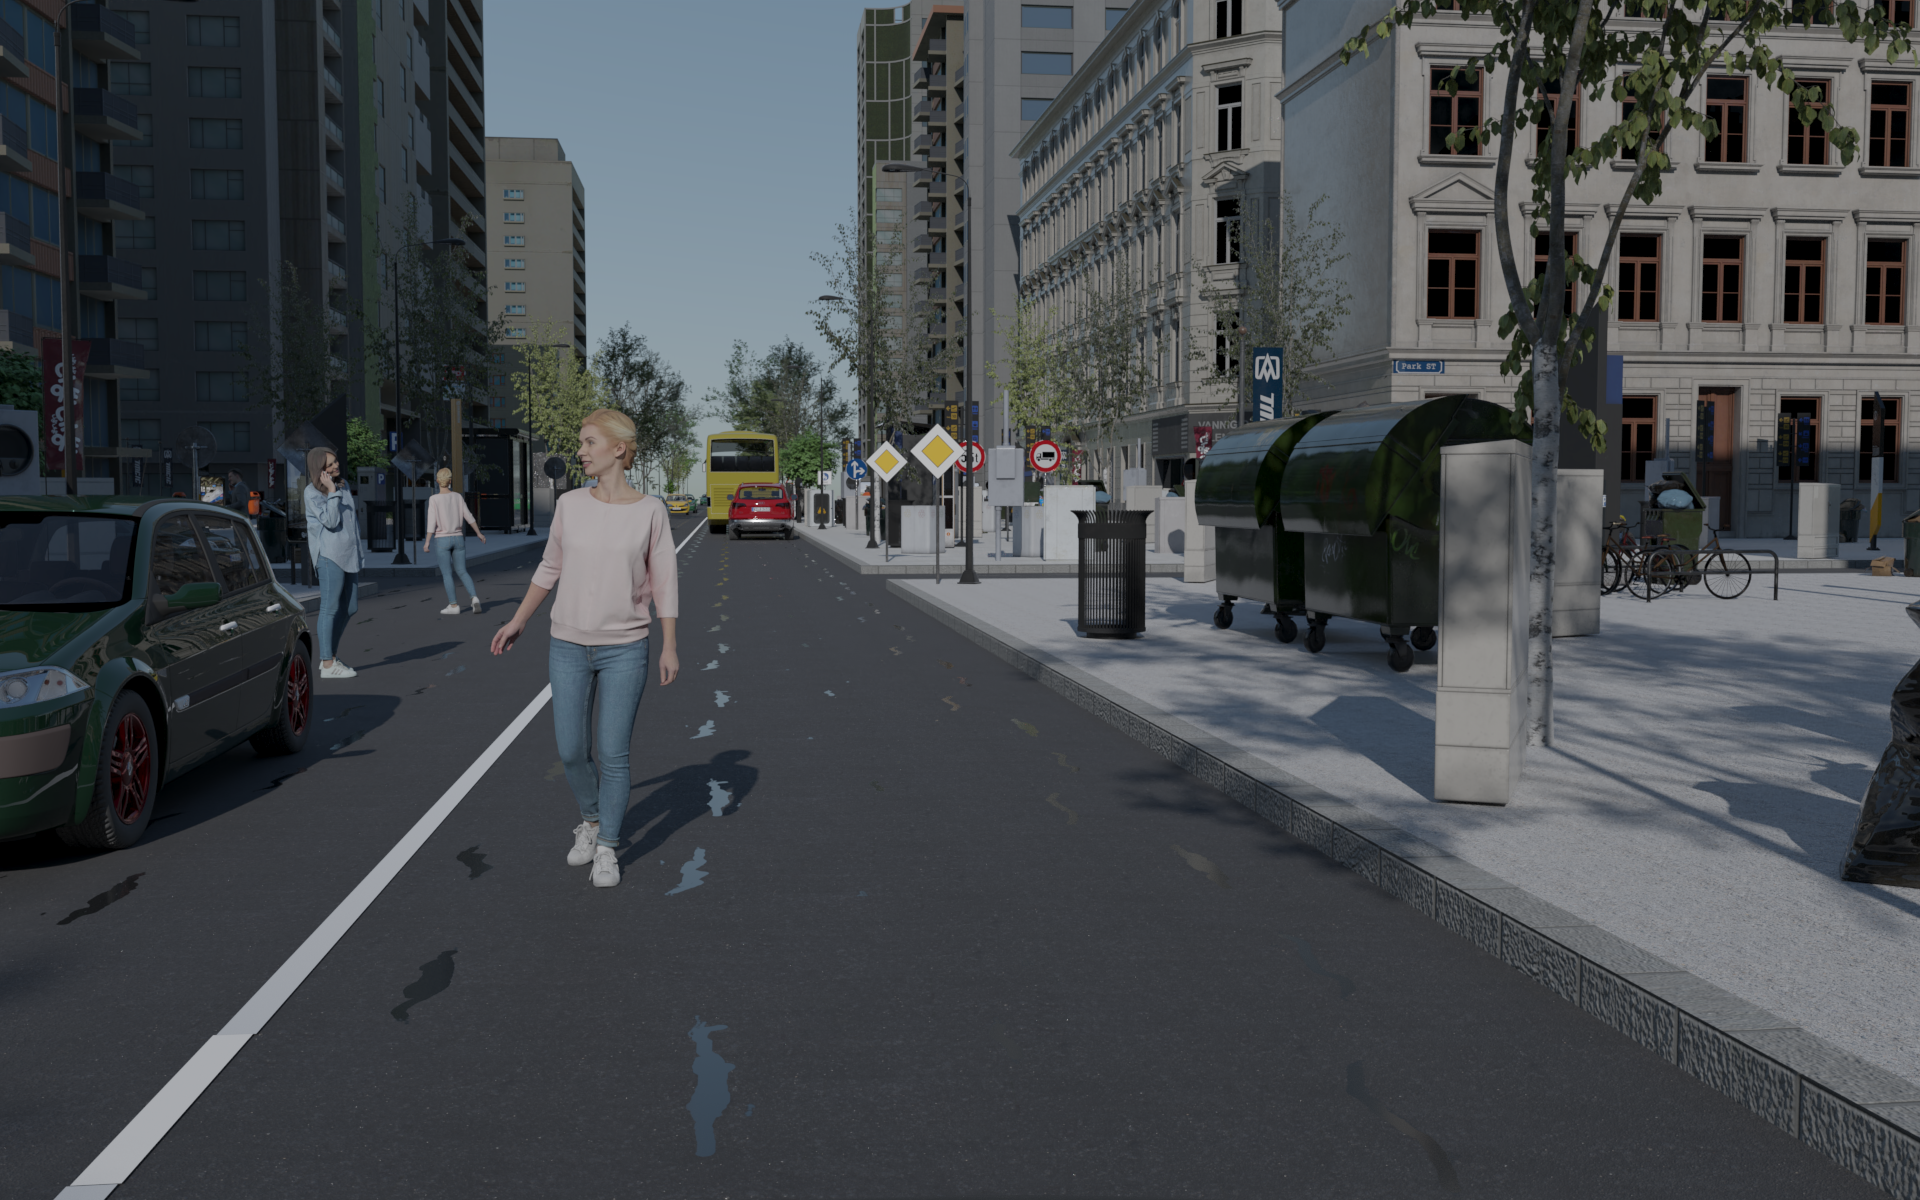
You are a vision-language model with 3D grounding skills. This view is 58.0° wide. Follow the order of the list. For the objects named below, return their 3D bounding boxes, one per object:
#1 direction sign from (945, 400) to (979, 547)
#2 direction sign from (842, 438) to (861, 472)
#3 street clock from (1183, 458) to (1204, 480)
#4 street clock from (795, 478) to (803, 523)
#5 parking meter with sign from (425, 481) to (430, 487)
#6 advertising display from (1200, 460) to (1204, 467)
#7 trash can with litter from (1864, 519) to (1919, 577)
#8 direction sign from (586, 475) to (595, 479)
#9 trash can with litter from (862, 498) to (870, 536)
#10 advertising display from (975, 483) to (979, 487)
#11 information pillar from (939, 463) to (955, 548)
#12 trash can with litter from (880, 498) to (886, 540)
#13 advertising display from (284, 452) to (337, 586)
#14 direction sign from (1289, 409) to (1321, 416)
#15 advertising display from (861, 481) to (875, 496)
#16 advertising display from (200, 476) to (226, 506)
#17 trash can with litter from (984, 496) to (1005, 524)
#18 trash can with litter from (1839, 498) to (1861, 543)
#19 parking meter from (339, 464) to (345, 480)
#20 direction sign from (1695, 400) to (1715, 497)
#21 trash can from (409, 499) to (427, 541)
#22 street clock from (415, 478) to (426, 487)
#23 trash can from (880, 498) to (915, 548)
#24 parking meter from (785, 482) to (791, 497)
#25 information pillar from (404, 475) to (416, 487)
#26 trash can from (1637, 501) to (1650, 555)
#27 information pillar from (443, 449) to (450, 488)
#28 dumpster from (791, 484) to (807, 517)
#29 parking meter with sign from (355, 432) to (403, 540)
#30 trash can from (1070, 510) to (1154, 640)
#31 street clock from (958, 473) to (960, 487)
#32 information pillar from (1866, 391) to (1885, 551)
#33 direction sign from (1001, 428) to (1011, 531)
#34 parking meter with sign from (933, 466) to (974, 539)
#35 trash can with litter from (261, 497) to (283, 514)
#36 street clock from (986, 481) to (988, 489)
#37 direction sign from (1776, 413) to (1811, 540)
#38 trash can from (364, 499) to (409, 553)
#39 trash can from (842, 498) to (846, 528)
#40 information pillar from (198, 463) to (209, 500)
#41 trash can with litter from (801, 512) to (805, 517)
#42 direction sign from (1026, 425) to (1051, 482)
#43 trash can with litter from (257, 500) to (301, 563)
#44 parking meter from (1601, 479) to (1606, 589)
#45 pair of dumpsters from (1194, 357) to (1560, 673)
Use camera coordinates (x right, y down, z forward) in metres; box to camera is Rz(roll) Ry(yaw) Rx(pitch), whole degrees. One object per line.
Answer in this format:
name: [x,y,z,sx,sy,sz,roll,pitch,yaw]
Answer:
direction sign: [0.044,-3.062,42.053,0.876,3.537,0.379,-1,4,-20]
direction sign: [-4.372,-4.769,69.976,0.876,3.537,0.379,-2,4,-33]
street clock: [4.707,-1.836,34.596,0.471,2.002,0.358,3,5,43]
street clock: [-7.121,-4.405,76.599,0.358,2.002,0.471,0,4,8]
parking meter with sign: [-30.532,-6.253,98.499,1.738,3.016,0.543,0,4,-5]
advertising display: [4.881,-1.710,33.170,0.123,1.923,0.974,3,4,38]
trash can with litter: [14.642,-0.946,26.862,1.055,1.170,0.624,2,4,35]
direction sign: [-16.314,-5.220,77.348,0.876,3.537,0.379,1,4,18]
trash can with litter: [-2.438,-2.557,53.192,1.055,1.170,0.624,-1,4,-18]
advertising display: [0.599,-5.593,96.659,0.974,1.923,0.123,0,4,2]
information pillar: [-0.320,-2.231,40.971,0.304,2.012,0.304,-1,4,-18]
trash can with litter: [-1.744,-2.238,47.974,1.055,1.170,0.624,1,4,15]
advertising display: [-9.082,-1.164,24.253,0.974,1.923,0.123,2,4,32]
direction sign: [9.224,-3.327,46.400,0.876,3.537,0.379,0,4,-6]
advertising display: [-4.612,-5.065,88.031,0.974,1.923,0.123,1,4,13]
advertising display: [-27.373,-3.563,63.475,0.974,1.923,0.123,1,4,12]
trash can with litter: [1.262,-3.966,75.896,1.678,1.210,2.233,0,4,-1]
trash can with litter: [23.326,-2.093,45.600,1.055,1.170,0.624,-2,4,-35]
parking meter: [-12.105,-1.713,33.726,0.255,1.863,0.399,-1,4,-19]
direction sign: [18.072,-3.063,42.073,0.876,3.537,0.379,-3,5,-41]
trash can: [-14.947,-2.185,47.377,0.748,1.137,0.748,0,3,0]
street clock: [-24.328,-4.500,78.147,0.471,2.002,0.358,-2,4,-26]
trash can: [-1.437,-1.812,41.284,0.748,1.137,0.748,0,3,0]
parking meter: [-8.627,-4.966,86.897,0.255,1.863,0.399,0,4,-6]
information pillar: [-20.798,-3.728,65.446,0.304,2.012,0.304,-3,4,-38]
trash can: [14.761,-1.536,36.767,0.748,1.137,0.748,0,3,0]
information pillar: [-25.517,-5.796,86.112,0.504,3.616,0.183,3,5,45]
dumpster: [-8.955,-5.442,94.737,1.264,1.857,1.865,0,4,-8]
parking meter with sign: [-16.594,-3.217,48.861,1.738,3.016,0.543,1,4,21]
trash can: [1.355,-0.232,15.454,0.748,1.137,0.748,0,3,0]
street clock: [-0.136,-3.362,59.538,0.358,2.002,0.471,-1,4,-15]
information pillar: [20.784,-2.929,39.251,0.183,3.616,0.504,1,4,10]
direction sign: [1.596,-4.157,59.966,0.379,3.537,0.876,-1,4,-19]
parking meter with sign: [-0.436,-3.275,49.812,1.738,3.016,0.543,-1,4,-15]
trash can with litter: [-16.383,-1.873,41.689,1.678,1.210,2.233,1,4,15]
street clock: [1.647,-5.532,95.022,0.471,2.002,0.358,3,5,41]
direction sign: [23.301,-3.455,48.485,0.876,3.537,0.379,0,4,4]
trash can: [-12.723,-1.616,38.082,0.748,1.137,0.748,0,3,0]
trash can: [-4.153,-3.317,65.878,0.748,1.137,0.748,0,3,0]
information pillar: [-35.627,-5.522,81.645,0.504,3.616,0.183,-2,4,-30]
trash can with litter: [-8.981,-5.318,98.342,1.055,1.170,0.624,-2,4,-34]
direction sign: [2.579,-3.985,57.158,0.876,3.537,0.379,-1,4,-18]
trash can with litter: [-12.503,-1.273,32.198,1.055,1.170,0.624,-1,4,-10]
parking meter: [8.595,-0.929,23.605,0.372,1.533,0.369,0,3,0]
pair of dumpsters: [3.301,-0.730,14.432,1.574,2.255,4.437,0,4,-8]
